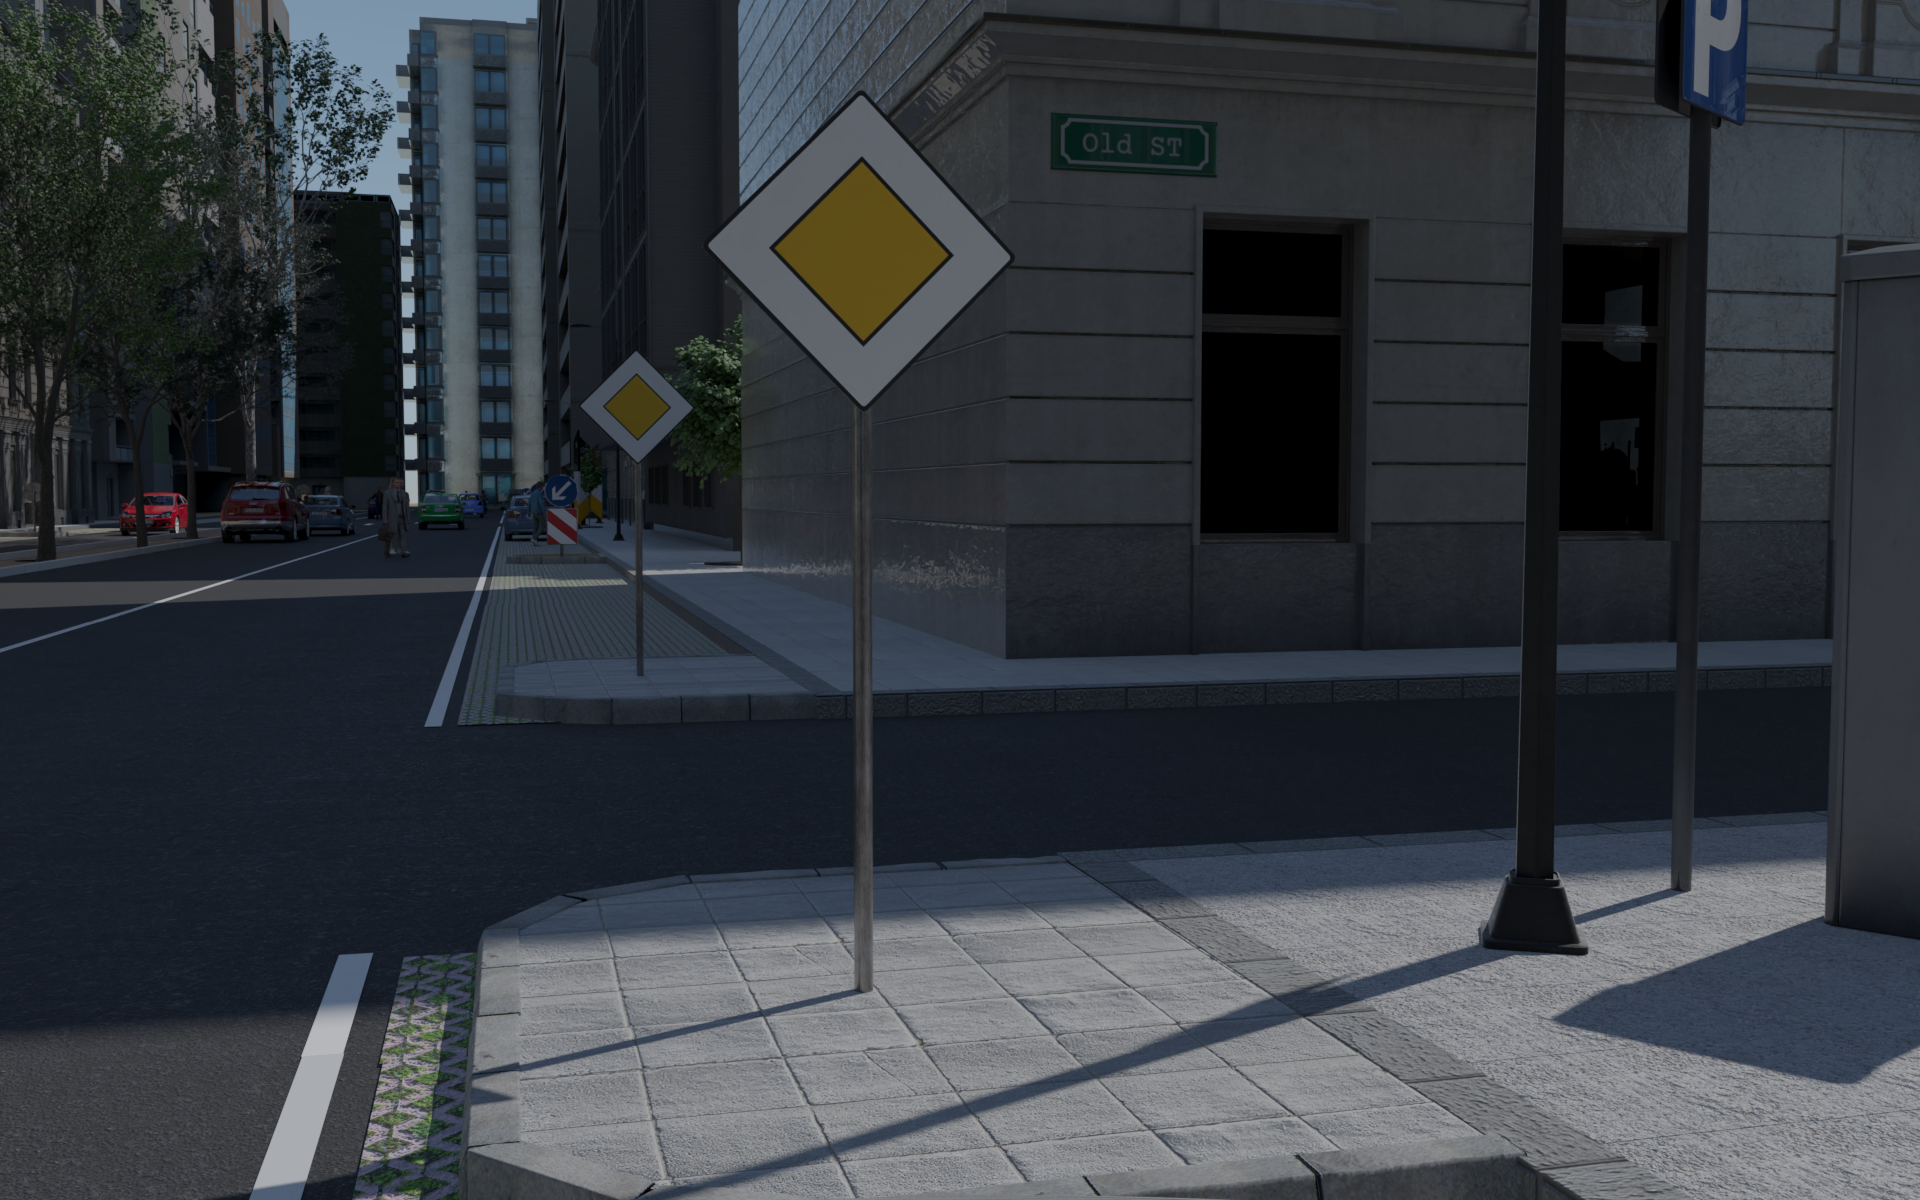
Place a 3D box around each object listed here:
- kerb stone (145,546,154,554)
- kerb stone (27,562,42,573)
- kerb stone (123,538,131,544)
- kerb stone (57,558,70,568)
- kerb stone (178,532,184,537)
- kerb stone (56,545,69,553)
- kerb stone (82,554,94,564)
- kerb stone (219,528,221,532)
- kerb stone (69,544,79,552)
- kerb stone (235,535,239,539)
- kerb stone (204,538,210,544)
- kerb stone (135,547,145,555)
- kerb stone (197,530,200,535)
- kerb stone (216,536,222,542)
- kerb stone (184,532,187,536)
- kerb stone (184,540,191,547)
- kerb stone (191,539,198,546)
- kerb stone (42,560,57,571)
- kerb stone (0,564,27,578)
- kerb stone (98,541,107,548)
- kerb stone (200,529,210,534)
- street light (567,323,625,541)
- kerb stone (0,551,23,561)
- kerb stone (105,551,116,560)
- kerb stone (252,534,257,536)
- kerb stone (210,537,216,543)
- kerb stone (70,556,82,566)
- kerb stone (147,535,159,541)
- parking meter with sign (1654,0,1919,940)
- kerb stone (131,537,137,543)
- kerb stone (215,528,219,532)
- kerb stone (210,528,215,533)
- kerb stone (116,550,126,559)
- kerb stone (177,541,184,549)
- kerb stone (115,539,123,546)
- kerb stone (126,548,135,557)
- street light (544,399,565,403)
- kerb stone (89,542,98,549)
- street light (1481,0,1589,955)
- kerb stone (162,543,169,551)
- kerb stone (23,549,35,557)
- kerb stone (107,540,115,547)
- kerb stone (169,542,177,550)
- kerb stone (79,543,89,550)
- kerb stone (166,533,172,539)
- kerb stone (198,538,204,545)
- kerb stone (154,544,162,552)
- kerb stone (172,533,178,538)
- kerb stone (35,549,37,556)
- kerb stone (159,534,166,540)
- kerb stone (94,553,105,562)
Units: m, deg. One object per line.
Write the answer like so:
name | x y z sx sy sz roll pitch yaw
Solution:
kerb stone | -19.617 -1.189 41.644 0.120 0.150 1.000 -1 4 -14
kerb stone | -17.053 -0.582 31.718 0.120 0.150 1.000 -1 4 -14
kerb stone | -23.712 -1.642 49.042 0.120 0.150 1.000 -1 4 -14
kerb stone | -17.565 -0.704 33.698 0.120 0.150 1.000 -1 4 -14
kerb stone | -25.776 -2.125 56.978 0.120 0.150 1.000 -1 4 -14
kerb stone | -21.915 -1.217 42.098 0.120 0.150 1.000 -1 4 -14
kerb stone | -18.077 -0.825 35.677 0.120 0.150 1.000 -1 4 -14
kerb stone | -27.830 -2.614 64.929 0.120 0.150 1.000 -1 4 -14
kerb stone | -22.173 -1.276 43.095 0.120 0.150 1.000 -1 4 -14
kerb stone | -23.492 -2.100 56.532 0.120 0.150 1.000 -1 4 -14
kerb stone | -21.690 -1.675 49.583 0.120 0.150 1.000 -1 4 -14
kerb stone | -19.366 -1.128 40.645 0.120 0.150 1.000 -1 4 -14
kerb stone | -26.548 -2.310 59.963 0.120 0.150 1.000 -1 4 -14
kerb stone | -22.197 -1.791 51.566 0.120 0.150 1.000 -1 4 -14
kerb stone | -26.042 -2.188 57.973 0.120 0.150 1.000 -1 4 -14
kerb stone | -20.910 -1.490 46.616 0.120 0.150 1.000 -1 4 -14
kerb stone | -21.168 -1.552 47.605 0.120 0.150 1.000 -1 4 -14
kerb stone | -17.305 -0.643 32.709 0.120 0.150 1.000 -1 4 -14
kerb stone | -16.796 -0.522 30.725 0.120 0.150 1.000 -1 4 -14
kerb stone | -22.943 -1.453 46.073 0.120 0.150 1.000 -1 4 -14
kerb stone | -27.068 -2.425 61.945 0.120 0.150 1.000 -1 4 -14
street light | -9.900 -4.571 47.279 1.470 5.913 1.316 -1 4 -14
kerb stone | -20.890 -0.972 38.138 0.120 0.150 1.000 -1 4 -14
kerb stone | -18.590 -0.944 37.667 0.120 0.150 1.000 -1 4 -14
kerb stone | -24.267 -2.278 59.500 0.120 0.150 1.000 -1 4 -14
kerb stone | -21.940 -1.736 50.576 0.120 0.150 1.000 -1 4 -14
kerb stone | -17.829 -0.764 34.685 0.120 0.150 1.000 -1 4 -14
kerb stone | -24.741 -1.883 53.001 0.120 0.150 1.000 -1 4 -14
parking meter with sign | 2.942 -0.532 4.963 1.738 3.016 0.543 3 5 43
kerb stone | -23.974 -1.702 50.031 0.120 0.150 1.000 -1 4 -14
kerb stone | -27.578 -2.552 63.927 0.120 0.150 1.000 -1 4 -14
kerb stone | -27.318 -2.492 62.936 0.120 0.150 1.000 -1 4 -14
kerb stone | -18.851 -1.004 38.662 0.120 0.150 1.000 -1 4 -14
kerb stone | -20.665 -1.432 45.623 0.120 0.150 1.000 -1 4 -14
kerb stone | -23.456 -1.581 48.052 0.120 0.150 1.000 -1 4 -14
kerb stone | -19.115 -1.068 39.654 0.120 0.150 1.000 -1 4 -14
street light | -19.713 -6.892 85.224 1.470 5.913 1.316 -1 4 -14
kerb stone | -22.688 -1.391 45.075 0.120 0.150 1.000 -1 4 -14
street light | 1.122 -1.965 4.671 1.470 5.913 1.316 -1 4 -14
kerb stone | -20.147 -1.311 43.629 0.120 0.150 1.000 -1 4 -14
kerb stone | -21.147 -1.036 39.128 0.120 0.150 1.000 -1 4 -14
kerb stone | -23.201 -1.521 47.062 0.120 0.150 1.000 -1 4 -14
kerb stone | -20.406 -1.371 44.618 0.120 0.150 1.000 -1 4 -14
kerb stone | -22.431 -1.339 44.085 0.120 0.150 1.000 -1 4 -14
kerb stone | -25.259 -2.006 54.993 0.120 0.150 1.000 -1 4 -14
kerb stone | -21.431 -1.615 48.593 0.120 0.150 1.000 -1 4 -14
kerb stone | -19.882 -1.250 42.631 0.120 0.150 1.000 -1 4 -14
kerb stone | -25.518 -2.067 55.989 0.120 0.150 1.000 -1 4 -14
kerb stone | -21.397 -1.096 40.120 0.120 0.150 1.000 -1 4 -14
kerb stone | -25.002 -1.943 53.990 0.120 0.150 1.000 -1 4 -14
kerb stone | -18.333 -0.883 36.677 0.120 0.150 1.000 -1 4 -14
